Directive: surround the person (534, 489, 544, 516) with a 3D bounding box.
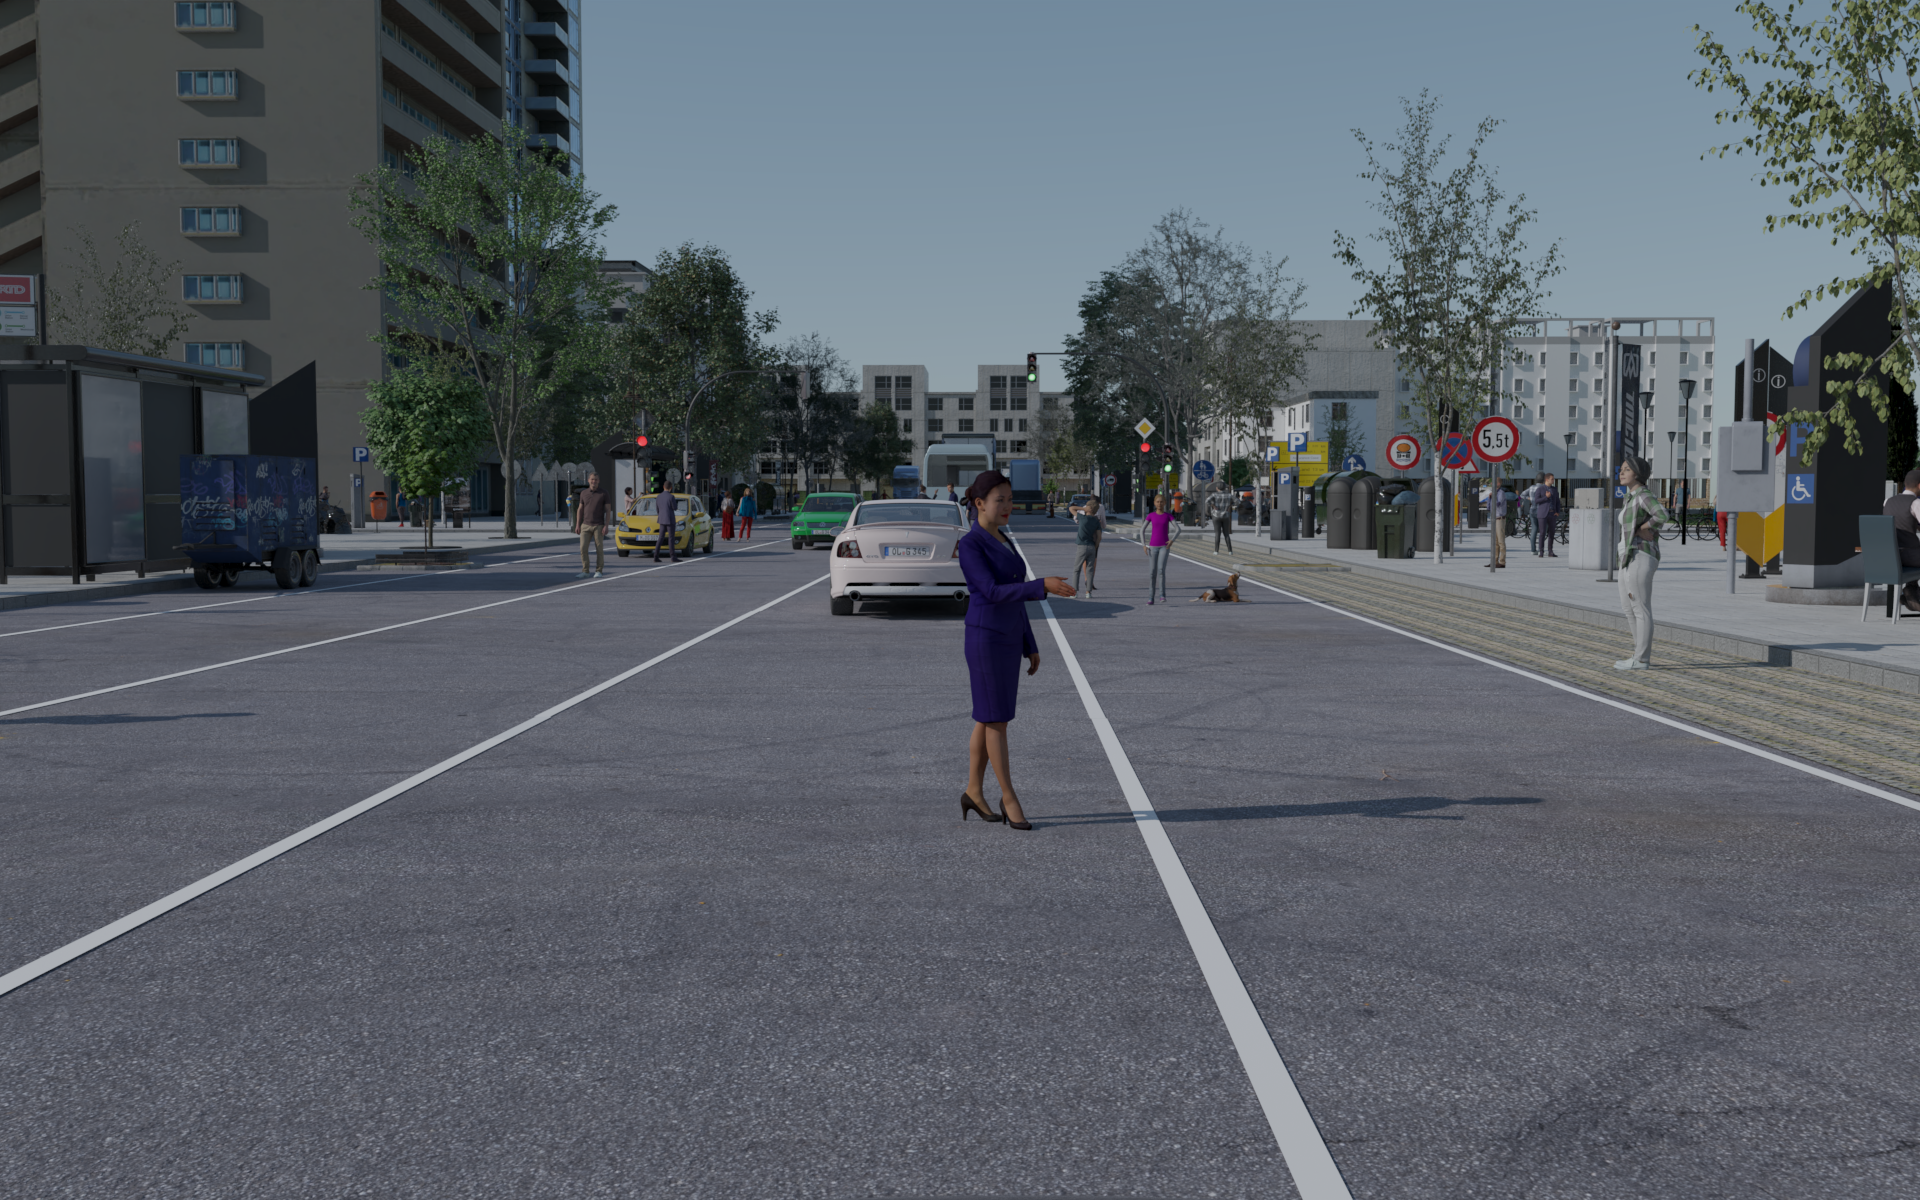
[{"bbox_3d":[-24.316,-5.616,100.067,0.471,1.553,0.569,2,4,24],"label":"person"}]

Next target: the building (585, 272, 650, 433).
[{"bbox_3d":[-33.350,-17.695,145.729,16.016,20.091,11.380,0,4,1],"label":"building"}]

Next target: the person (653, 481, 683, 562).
[{"bbox_3d":[-6.130,-1.644,36.302,0.541,1.710,0.530,3,5,42],"label":"person"}]

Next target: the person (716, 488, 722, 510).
[{"bbox_3d":[-17.226,-7.194,124.601,0.756,1.711,0.436,0,4,6],"label":"person"}]

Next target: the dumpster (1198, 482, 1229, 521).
[{"bbox_3d":[12.318,-4.735,83.177,1.264,1.857,1.865,0,4,1],"label":"dumpster"}]

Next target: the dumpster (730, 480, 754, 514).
[{"bbox_3d":[-13.878,-6.631,110.907,1.502,2.255,1.985,0,4,1],"label":"dumpster"}]

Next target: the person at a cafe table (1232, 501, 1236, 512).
[{"bbox_3d":[22.199,-7.598,135.083,1.726,1.238,1.698,0,4,6],"label":"person at a cafe table"}]

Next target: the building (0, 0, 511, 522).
[{"bbox_3d":[-36.461,-28.367,87.502,21.300,48.544,21.600,0,4,1],"label":"building"}]

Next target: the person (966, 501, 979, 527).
[{"bbox_3d":[0.470,-1.826,40.560,0.569,1.553,0.471,2,4,24],"label":"person"}]

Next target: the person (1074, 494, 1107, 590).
[{"bbox_3d":[2.013,-0.883,26.130,0.628,1.438,0.799,-1,4,-17],"label":"person"}]

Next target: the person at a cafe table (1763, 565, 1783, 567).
[{"bbox_3d":[14.745,-1.315,30.020,1.622,1.524,1.698,0,4,-8],"label":"person at a cafe table"}]

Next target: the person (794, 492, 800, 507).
[{"bbox_3d":[-12.590,-7.589,133.350,0.421,1.427,0.697,3,4,39],"label":"person"}]

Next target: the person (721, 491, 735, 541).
[{"bbox_3d":[-7.147,-2.587,53.271,0.523,1.526,0.387,3,5,44],"label":"person"}]

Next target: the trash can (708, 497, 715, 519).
[{"bbox_3d":[-12.899,-4.727,88.938,0.748,1.137,0.748,0,3,0],"label":"trash can"}]

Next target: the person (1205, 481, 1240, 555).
[{"bbox_3d":[6.140,-1.921,40.635,0.841,1.734,0.376,0,4,-3],"label":"person"}]

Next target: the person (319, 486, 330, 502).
[{"bbox_3d":[-25.003,-3.701,68.419,0.647,1.594,0.662,3,5,39],"label":"person"}]

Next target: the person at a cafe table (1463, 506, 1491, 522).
[{"bbox_3d":[24.574,-4.270,80.667,1.698,1.238,1.726,-3,5,-43],"label":"person at a cafe table"}]

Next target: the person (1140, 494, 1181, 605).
[{"bbox_3d":[2.553,-0.638,22.174,0.726,1.435,0.776,1,4,10],"label":"person"}]

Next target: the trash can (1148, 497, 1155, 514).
[{"bbox_3d":[10.067,-4.766,89.570,0.748,1.137,0.748,0,3,0],"label":"trash can"}]

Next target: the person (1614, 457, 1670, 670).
[{"bbox_3d":[5.541,-0.299,14.114,0.376,1.734,0.841,1,4,18],"label":"person"}]

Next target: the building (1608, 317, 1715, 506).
[{"bbox_3d":[74.541,-20.499,191.572,11.380,20.091,16.016,0,4,1],"label":"building"}]

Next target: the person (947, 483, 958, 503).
[{"bbox_3d":[-0.270,-2.332,47.330,0.504,1.737,0.576,-2,4,-24],"label":"person"}]

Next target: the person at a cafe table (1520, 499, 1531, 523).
[{"bbox_3d":[24.320,-3.902,74.658,1.698,1.238,1.726,1,4,18],"label":"person at a cafe table"}]

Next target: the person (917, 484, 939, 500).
[{"bbox_3d":[-0.962,-2.664,52.857,0.742,1.727,0.445,1,4,18],"label":"person"}]

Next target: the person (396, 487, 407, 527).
[{"bbox_3d":[-21.785,-3.658,67.716,0.662,1.594,0.647,2,4,30],"label":"person"}]

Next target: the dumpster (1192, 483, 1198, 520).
[{"bbox_3d":[12.153,-4.930,86.361,1.264,1.857,1.865,0,4,1],"label":"dumpster"}]

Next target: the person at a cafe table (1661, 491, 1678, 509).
[{"bbox_3d":[55.800,-7.764,135.464,1.698,1.524,1.622,1,4,18],"label":"person at a cafe table"}]

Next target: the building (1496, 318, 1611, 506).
[{"bbox_3d":[63.172,-20.542,192.281,11.380,20.091,16.016,0,4,1],"label":"building"}]

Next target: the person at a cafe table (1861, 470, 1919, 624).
[{"bbox_3d":[9.852,-0.546,17.445,1.622,1.524,1.698,-1,4,-19],"label":"person at a cafe table"}]

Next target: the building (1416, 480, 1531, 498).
[{"bbox_3d":[62.808,-24.798,249.416,32.646,21.610,27.936,0,4,1],"label":"building"}]

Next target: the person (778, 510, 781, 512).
[{"bbox_3d":[-12.959,-7.109,122.993,0.376,1.734,0.841,-3,5,-42],"label":"person"}]

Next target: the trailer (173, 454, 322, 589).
[{"bbox_3d":[-10.732,-1.139,25.668,1.471,1.999,3.904,0,4,0],"label":"trailer"}]

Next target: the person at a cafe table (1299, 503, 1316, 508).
[{"bbox_3d":[20.903,-5.855,104.246,1.622,1.524,1.698,1,4,15],"label":"person at a cafe table"}]

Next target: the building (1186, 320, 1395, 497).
[{"bbox_3d":[34.257,-19.457,184.587,16.747,18.905,31.486,0,4,1],"label":"building"}]

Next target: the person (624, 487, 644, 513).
[{"bbox_3d":[-9.784,-2.572,52.019,0.517,1.644,0.566,-3,5,-42],"label":"person"}]

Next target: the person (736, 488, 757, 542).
[{"bbox_3d":[-6.423,-2.568,52.199,0.593,1.614,0.444,0,4,3],"label":"person"}]

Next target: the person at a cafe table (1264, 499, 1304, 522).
[{"bbox_3d":[14.851,-4.231,80.037,1.698,1.238,1.726,-3,4,-38],"label":"person at a cafe table"}]

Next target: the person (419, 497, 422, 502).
[{"bbox_3d":[-25.547,-4.421,81.555,0.421,1.427,0.697,0,4,-2],"label":"person"}]

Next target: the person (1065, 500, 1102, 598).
[{"bbox_3d":[1.697,-0.700,23.859,0.435,1.345,0.340,-2,4,-25],"label":"person"}]

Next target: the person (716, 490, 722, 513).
[{"bbox_3d":[-13.635,-5.450,97.693,0.613,1.512,0.480,-1,4,-21],"label":"person"}]

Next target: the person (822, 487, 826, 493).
[{"bbox_3d":[-10.607,-7.921,135.677,0.434,1.807,0.598,0,4,-1],"label":"person"}]

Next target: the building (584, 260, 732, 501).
[{"bbox_3d":[-38.485,-19.815,167.946,27.936,21.610,32.646,0,4,1],"label":"building"}]

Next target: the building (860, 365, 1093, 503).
[{"bbox_3d":[2.580,-23.162,245.156,31.486,18.905,16.747,0,4,1],"label":"building"}]

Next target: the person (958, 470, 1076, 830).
[{"bbox_3d":[0.257,0.210,7.444,0.546,1.535,0.453,1,4,11],"label":"person"}]

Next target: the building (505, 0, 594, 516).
[{"bbox_3d":[-36.812,-48.926,112.605,22.319,86.520,31.000,0,4,1],"label":"building"}]

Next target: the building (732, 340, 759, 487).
[{"bbox_3d":[-39.557,-19.980,193.125,31.486,18.905,16.747,0,4,1],"label":"building"}]

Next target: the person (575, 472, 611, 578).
[{"bbox_3d":[-6.299,-1.286,29.654,0.598,1.807,0.434,1,4,20],"label":"person"}]

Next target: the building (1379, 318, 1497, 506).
[{"bbox_3d":[51.208,-20.564,192.635,11.380,20.091,16.016,0,4,1],"label":"building"}]

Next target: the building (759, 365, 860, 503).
[{"bbox_3d":[-28.900,-23.198,245.739,31.486,18.905,16.747,0,4,1],"label":"building"}]

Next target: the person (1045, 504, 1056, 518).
[{"bbox_3d":[5.375,-5.303,103.490,0.655,0.850,0.859,2,4,27],"label":"person"}]

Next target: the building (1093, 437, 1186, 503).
[{"bbox_3d":[32.280,-18.279,241.002,28.070,9.664,9.099,0,4,1],"label":"building"}]

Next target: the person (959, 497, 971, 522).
[{"bbox_3d":[0.303,-2.667,53.980,0.662,1.594,0.647,1,4,19],"label":"person"}]

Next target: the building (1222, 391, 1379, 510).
[{"bbox_3d":[29.775,-13.031,155.206,9.099,9.664,28.070,0,4,1],"label":"building"}]

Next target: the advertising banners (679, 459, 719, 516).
[{"bbox_3d":[-13.148,-5.573,87.310,2.074,3.025,0.090,-1,4,-21],"label":"advertising banners"}]
